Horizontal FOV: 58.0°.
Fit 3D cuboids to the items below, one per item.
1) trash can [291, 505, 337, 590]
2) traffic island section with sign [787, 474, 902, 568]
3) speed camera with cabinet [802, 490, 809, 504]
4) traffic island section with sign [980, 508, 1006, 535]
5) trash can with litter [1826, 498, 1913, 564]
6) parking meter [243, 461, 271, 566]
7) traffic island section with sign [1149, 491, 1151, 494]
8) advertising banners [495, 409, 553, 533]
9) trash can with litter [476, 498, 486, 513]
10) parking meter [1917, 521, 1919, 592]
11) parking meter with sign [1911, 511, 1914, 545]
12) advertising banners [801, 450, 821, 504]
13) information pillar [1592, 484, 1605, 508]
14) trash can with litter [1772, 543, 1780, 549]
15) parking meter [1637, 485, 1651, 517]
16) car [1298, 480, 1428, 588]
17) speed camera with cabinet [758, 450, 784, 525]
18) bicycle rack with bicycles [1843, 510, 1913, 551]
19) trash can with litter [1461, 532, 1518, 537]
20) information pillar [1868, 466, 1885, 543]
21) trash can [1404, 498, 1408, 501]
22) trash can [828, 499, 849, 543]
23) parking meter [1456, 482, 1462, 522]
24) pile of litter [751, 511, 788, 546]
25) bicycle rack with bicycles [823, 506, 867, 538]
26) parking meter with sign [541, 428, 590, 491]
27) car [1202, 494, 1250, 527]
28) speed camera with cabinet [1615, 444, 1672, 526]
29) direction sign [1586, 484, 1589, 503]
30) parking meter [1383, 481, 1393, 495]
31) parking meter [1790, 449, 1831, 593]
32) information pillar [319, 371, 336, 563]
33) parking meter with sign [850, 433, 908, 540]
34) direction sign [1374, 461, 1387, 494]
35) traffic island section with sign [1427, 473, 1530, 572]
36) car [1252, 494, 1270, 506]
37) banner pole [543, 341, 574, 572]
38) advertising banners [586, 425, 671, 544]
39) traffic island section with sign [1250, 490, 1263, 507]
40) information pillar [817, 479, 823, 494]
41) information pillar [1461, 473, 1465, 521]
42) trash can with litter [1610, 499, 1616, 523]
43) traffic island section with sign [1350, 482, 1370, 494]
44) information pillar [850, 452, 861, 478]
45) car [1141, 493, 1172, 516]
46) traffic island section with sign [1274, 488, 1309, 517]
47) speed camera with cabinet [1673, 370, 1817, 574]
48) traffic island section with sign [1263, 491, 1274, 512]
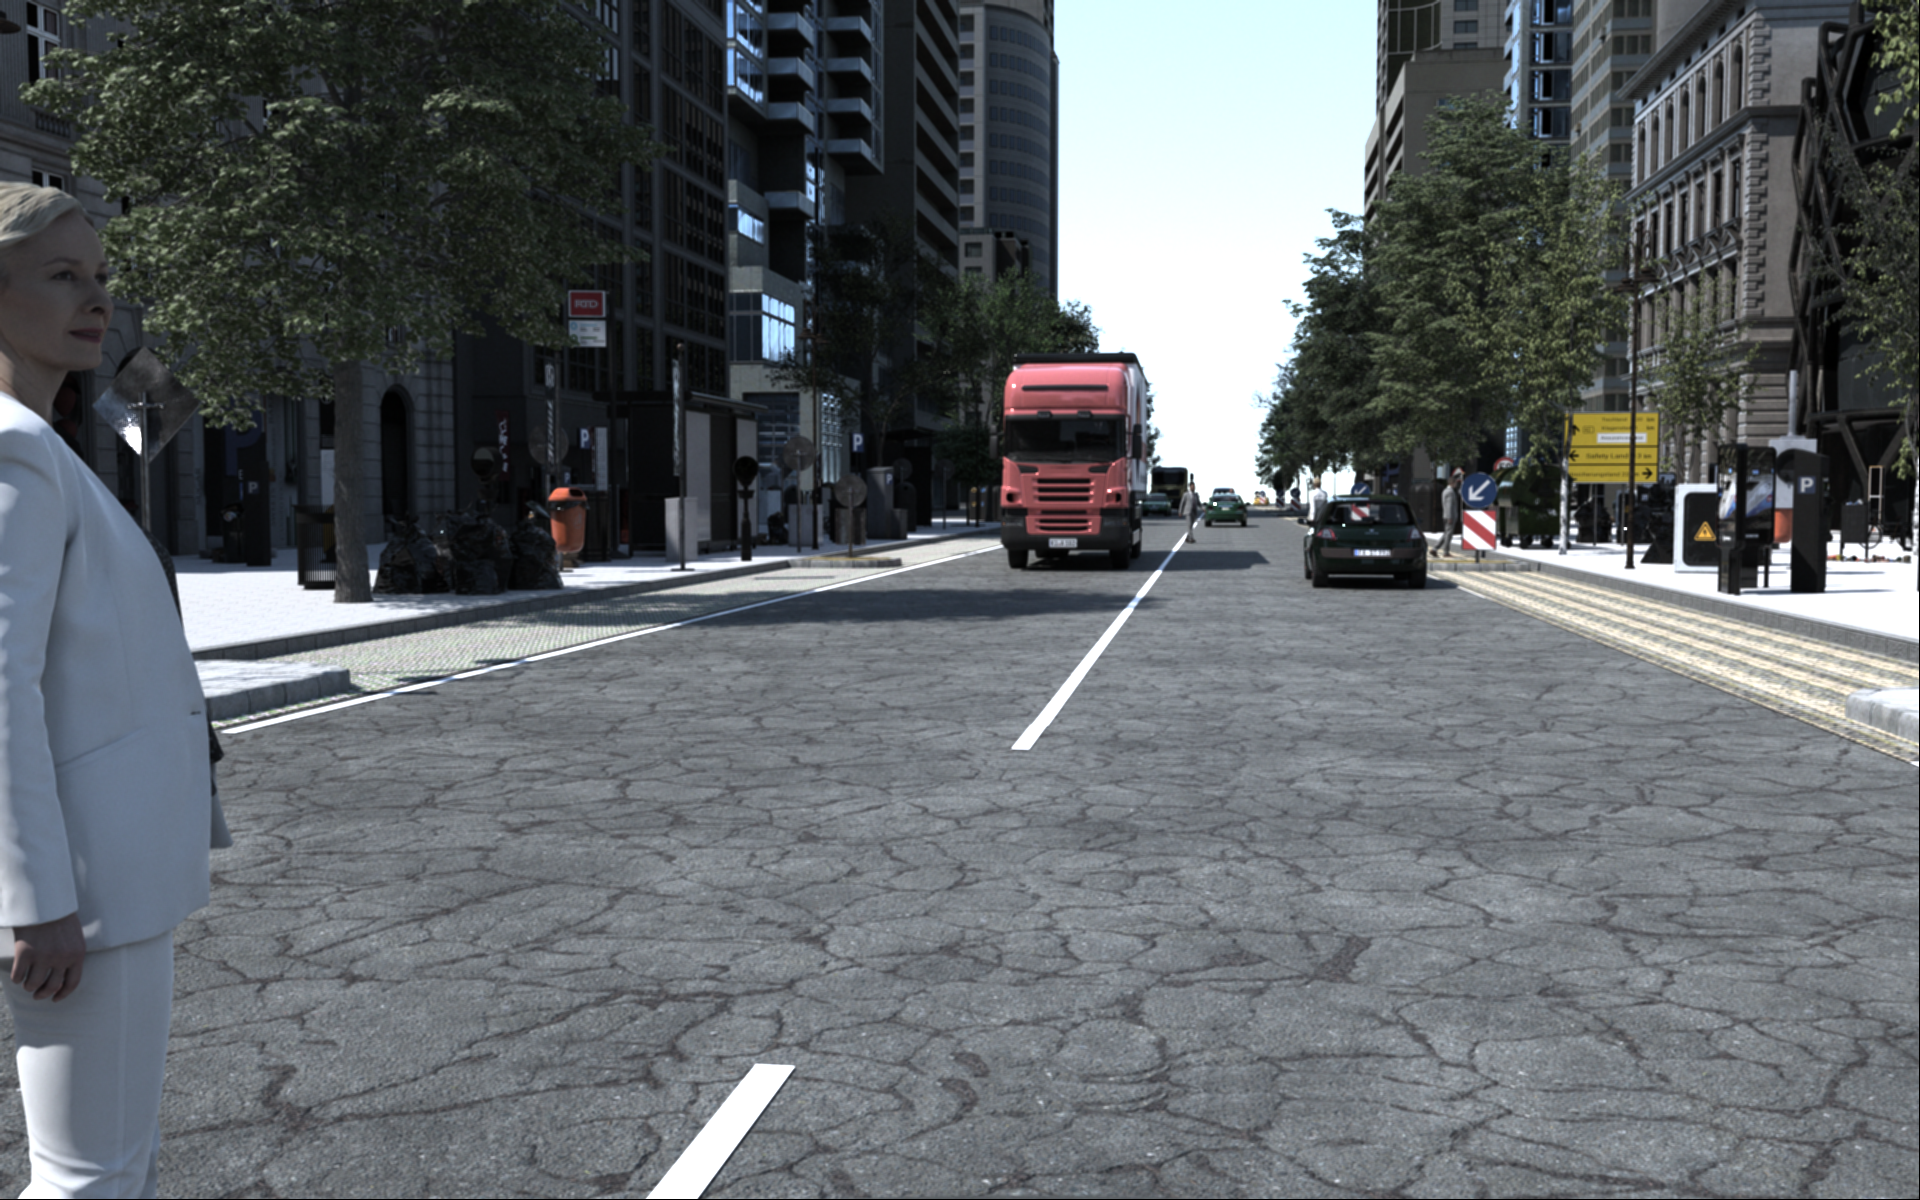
[{"bbox_3d":[-8.628,-0.718,23.392,0.748,1.137,0.748,0,3,0],"label":"trash can"},{"bbox_3d":[-2.213,-1.563,34.177,1.989,1.847,2.006,1,4,8],"label":"traffic island section with sign"},{"bbox_3d":[-7.687,-5.096,77.654,2.038,3.252,0.660,2,4,23],"label":"speed camera with cabinet"},{"bbox_3d":[1.807,-3.213,61.162,1.989,1.847,2.006,1,4,8],"label":"traffic island section with sign"},{"bbox_3d":[17.177,-1.320,32.639,1.678,1.210,2.233,-2,4,-32],"label":"trash can with litter"},{"bbox_3d":[-12.501,-1.534,30.786,0.399,1.863,0.255,0,4,8],"label":"parking meter"},{"bbox_3d":[21.424,-11.243,192.456,1.989,1.847,2.006,1,4,8],"label":"traffic island section with sign"},{"bbox_3d":[-9.186,-2.469,36.548,0.090,3.025,2.074,1,4,20],"label":"advertising banners"},{"bbox_3d":[-11.245,-1.879,41.775,1.678,1.210,2.233,1,4,9],"label":"trash can with litter"},{"bbox_3d":[12.780,-0.874,22.694,0.372,1.533,0.369,0,3,0],"label":"parking meter"},{"bbox_3d":[24.410,-2.890,43.519,0.543,3.016,1.738,3,5,44],"label":"parking meter with sign"},{"bbox_3d":[-6.046,-4.535,70.332,0.090,3.025,2.074,-2,4,-26],"label":"advertising banners"},{"bbox_3d":[19.867,-3.022,53.909,0.304,2.012,0.304,0,3,0],"label":"information pillar"},{"bbox_3d":[18.762,-1.772,40.353,0.624,1.170,1.055,1,4,13],"label":"trash can with litter"},{"bbox_3d":[19.019,-2.432,48.178,0.372,1.533,0.369,0,3,0],"label":"parking meter"},{"bbox_3d":[6.463,-1.103,27.819,2.009,1.686,4.222,1,4,9],"label":"car"},{"bbox_3d":[-8.373,-4.800,72.812,0.660,3.252,2.038,2,4,33],"label":"speed camera with cabinet"},{"bbox_3d":[22.030,-1.626,39.971,2.925,0.926,2.852,-1,4,-16],"label":"bicycle rack with bicycles"},{"bbox_3d":[15.902,-2.496,51.867,2.233,1.210,1.678,-1,4,-14],"label":"trash can with litter"},{"bbox_3d":[24.211,-2.525,45.769,0.304,2.012,0.304,3,5,42],"label":"information pillar"},{"bbox_3d":[16.611,-3.207,64.087,0.748,1.137,0.748,0,3,0],"label":"trash can"},{"bbox_3d":[-3.143,-2.082,45.702,0.748,1.137,0.748,0,3,0],"label":"trash can"},{"bbox_3d":[22.597,-4.430,78.142,0.399,1.863,0.255,1,4,22],"label":"parking meter"},{"bbox_3d":[-4.894,-1.821,43.732,1.176,0.858,1.719,2,4,24],"label":"pile of litter"},{"bbox_3d":[-3.227,-2.344,51.712,2.925,0.926,2.852,0,4,6],"label":"bicycle rack with bicycles"},{"bbox_3d":[-10.731,-3.045,46.046,1.738,3.016,0.543,1,4,17],"label":"parking meter with sign"},{"bbox_3d":[11.826,-3.984,76.939,2.131,1.459,4.920,1,4,9],"label":"car"},{"bbox_3d":[27.055,-4.534,68.474,2.038,3.252,0.660,3,4,37],"label":"speed camera with cabinet"},{"bbox_3d":[24.053,-4.548,66.360,0.379,3.537,0.876,1,4,12],"label":"direction sign"},{"bbox_3d":[19.578,-4.495,79.210,0.399,1.863,0.255,0,4,-4],"label":"parking meter"},{"bbox_3d":[11.053,-1.026,22.493,0.255,1.863,0.399,-3,5,-40],"label":"parking meter"},{"bbox_3d":[-11.651,-2.498,32.198,0.504,3.616,0.183,0,4,5],"label":"information pillar"},{"bbox_3d":[-2.269,-3.225,48.993,1.738,3.016,0.543,2,4,35],"label":"parking meter with sign"},{"bbox_3d":[18.535,-5.159,76.348,0.876,3.537,0.379,-3,5,-40],"label":"direction sign"},{"bbox_3d":[9.571,-1.473,32.704,1.989,1.847,2.006,1,4,8],"label":"traffic island section with sign"},{"bbox_3d":[34.735,-11.600,199.879,2.015,1.641,3.980,1,4,8],"label":"car"},{"bbox_3d":[-6.597,-2.333,28.170,0.401,3.779,0.863,0,4,7],"label":"banner pole"},{"bbox_3d":[-8.477,-2.935,44.181,2.074,3.025,0.090,-2,4,-24],"label":"advertising banners"},{"bbox_3d":[33.076,-11.099,190.102,1.989,1.847,2.006,1,4,8],"label":"traffic island section with sign"},{"bbox_3d":[-6.687,-4.749,82.130,0.304,2.012,0.304,2,4,26],"label":"information pillar"},{"bbox_3d":[17.421,-3.360,59.435,0.304,2.012,0.304,-2,4,-26],"label":"information pillar"},{"bbox_3d":[28.770,-3.941,75.821,1.055,1.170,0.624,-2,4,-34],"label":"trash can with litter"},{"bbox_3d":[13.555,-3.106,59.404,1.989,1.847,2.006,1,4,8],"label":"traffic island section with sign"},{"bbox_3d":[-4.055,-4.625,66.975,0.504,3.616,0.183,3,4,38],"label":"information pillar"},{"bbox_3d":[12.749,-6.340,112.455,1.959,1.807,4.718,1,4,10],"label":"car"},{"bbox_3d":[20.970,-6.140,109.012,1.989,1.847,2.006,1,4,8],"label":"traffic island section with sign"},{"bbox_3d":[12.608,-2.049,27.843,2.038,3.252,0.660,1,4,22],"label":"speed camera with cabinet"},{"bbox_3d":[24.960,-7.773,135.715,1.989,1.847,2.006,1,4,8],"label":"traffic island section with sign"}]
